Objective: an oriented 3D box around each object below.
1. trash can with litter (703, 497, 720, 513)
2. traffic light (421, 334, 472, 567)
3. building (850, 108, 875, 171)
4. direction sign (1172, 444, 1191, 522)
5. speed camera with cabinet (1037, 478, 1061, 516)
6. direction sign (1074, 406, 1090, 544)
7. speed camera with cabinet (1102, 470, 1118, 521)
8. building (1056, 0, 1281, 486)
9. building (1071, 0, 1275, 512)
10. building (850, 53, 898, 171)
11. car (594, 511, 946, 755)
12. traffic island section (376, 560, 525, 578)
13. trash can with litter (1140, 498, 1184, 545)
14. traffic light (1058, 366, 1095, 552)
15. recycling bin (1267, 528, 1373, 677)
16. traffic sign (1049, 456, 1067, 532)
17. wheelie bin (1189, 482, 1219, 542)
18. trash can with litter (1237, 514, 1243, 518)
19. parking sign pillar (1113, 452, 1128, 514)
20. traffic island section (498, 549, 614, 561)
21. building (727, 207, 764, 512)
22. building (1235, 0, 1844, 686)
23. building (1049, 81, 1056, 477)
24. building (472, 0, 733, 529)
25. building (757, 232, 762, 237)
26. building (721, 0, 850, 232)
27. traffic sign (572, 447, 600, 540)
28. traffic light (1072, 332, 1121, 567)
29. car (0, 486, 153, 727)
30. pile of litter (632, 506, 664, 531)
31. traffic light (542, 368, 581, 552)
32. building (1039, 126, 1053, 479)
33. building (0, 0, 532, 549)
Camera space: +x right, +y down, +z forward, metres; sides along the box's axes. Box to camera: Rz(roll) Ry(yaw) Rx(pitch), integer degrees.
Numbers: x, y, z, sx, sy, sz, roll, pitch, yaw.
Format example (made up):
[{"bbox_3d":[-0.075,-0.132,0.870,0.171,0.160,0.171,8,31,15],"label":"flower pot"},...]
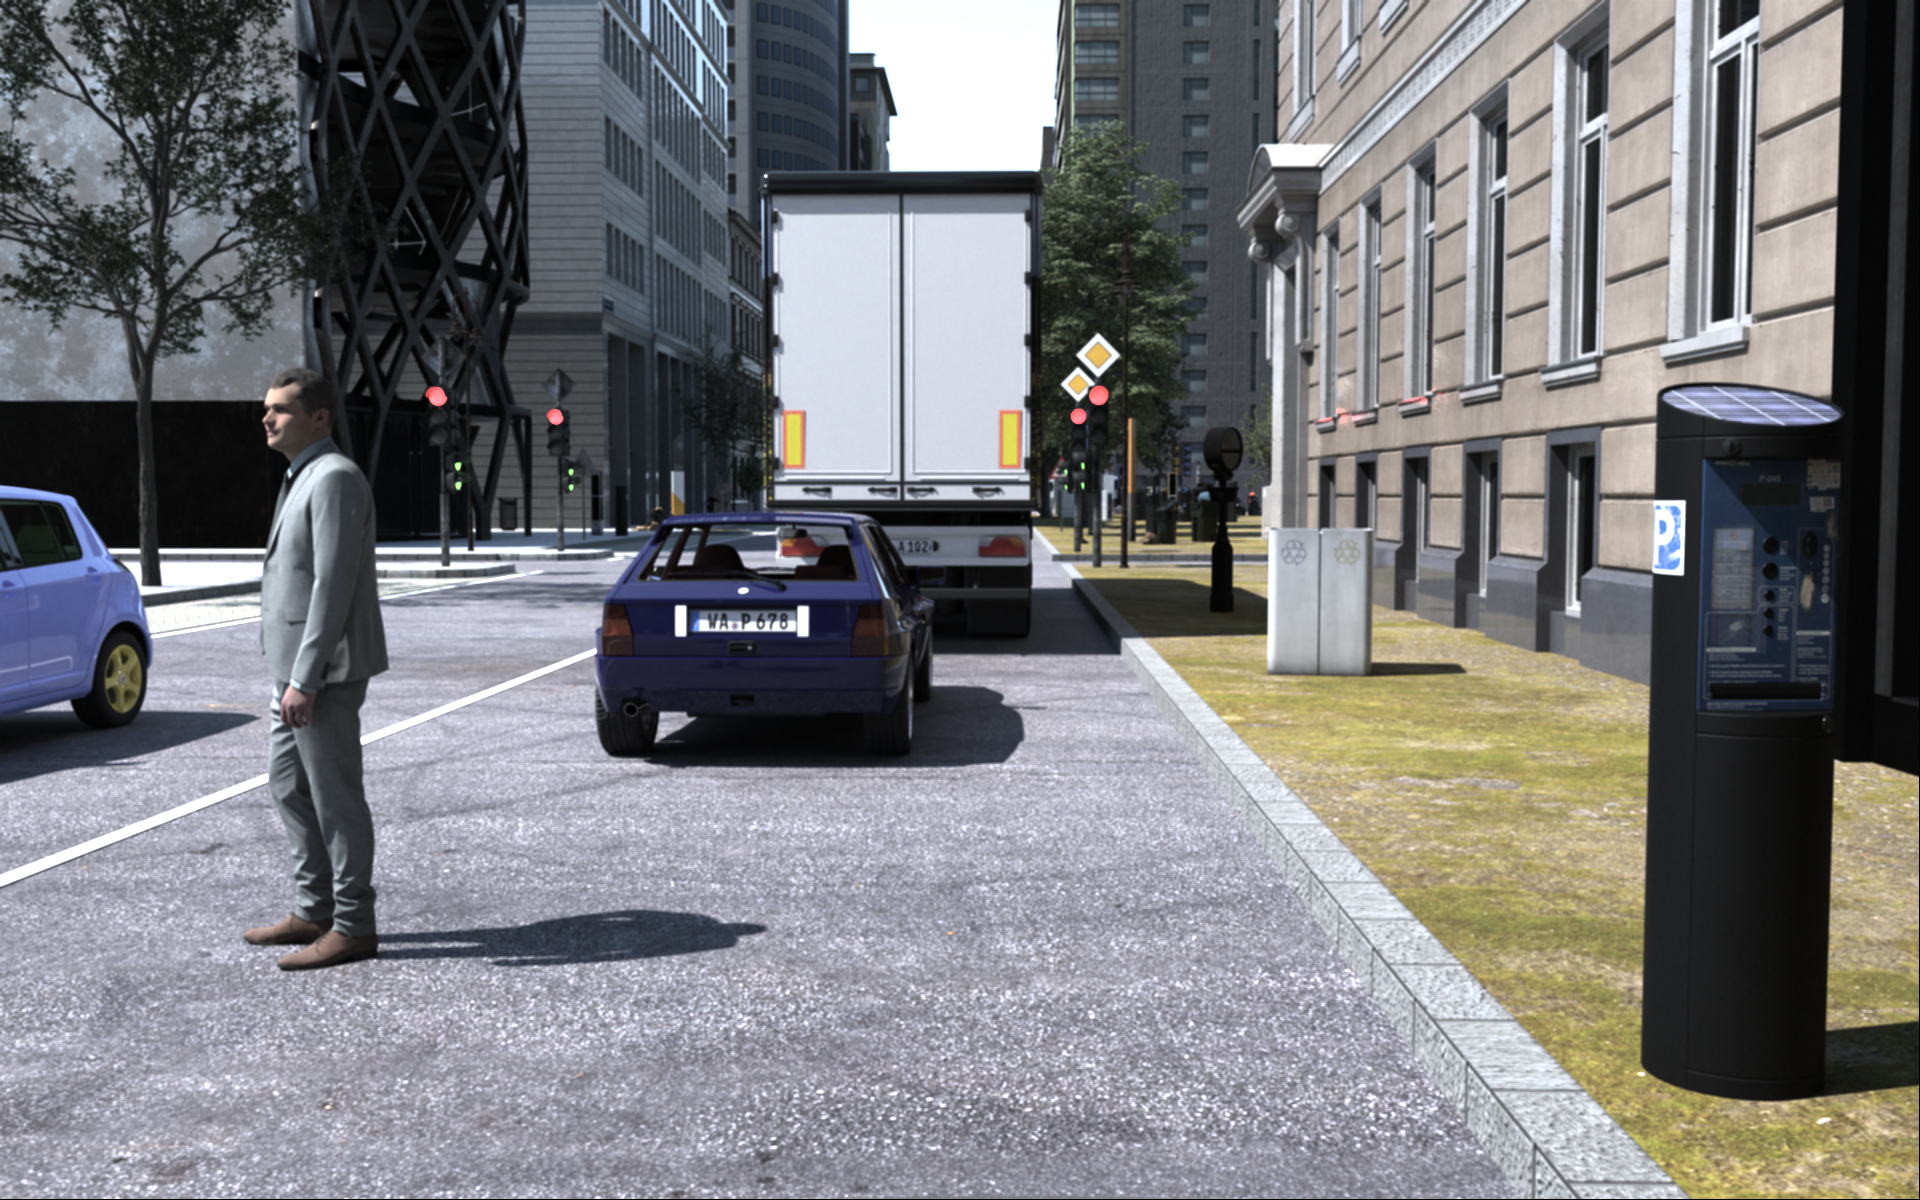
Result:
[{"bbox_3d":[-10.087,-3.676,71.486,0.624,1.170,1.055,1,4,22],"label":"trash can with litter"},{"bbox_3d":[-9.075,-2.543,30.502,0.839,4.253,0.868,0,4,1],"label":"traffic light"},{"bbox_3d":[-16.200,-30.283,178.718,14.154,41.232,14.086,0,4,1],"label":"building"},{"bbox_3d":[10.003,-5.276,78.253,0.876,3.537,0.379,1,4,23],"label":"direction sign"},{"bbox_3d":[5.241,-6.558,101.556,0.660,3.252,2.038,-2,4,-26],"label":"speed camera with cabinet"},{"bbox_3d":[3.153,-3.231,44.830,0.379,3.537,0.876,-1,4,-23],"label":"direction sign"},{"bbox_3d":[6.993,-5.381,82.311,0.660,3.252,2.038,1,4,19],"label":"speed camera with cabinet"},{"bbox_3d":[19.006,-31.903,145.320,21.300,48.544,21.600,0,4,1],"label":"building"},{"bbox_3d":[15.143,-27.170,127.823,14.154,41.232,14.086,0,4,1],"label":"building"},{"bbox_3d":[-22.582,-38.121,212.523,28.713,52.752,27.495,0,4,1],"label":"building"},{"bbox_3d":[-1.080,0.105,10.871,1.945,1.354,3.894,0,4,2],"label":"car"},{"bbox_3d":[-9.114,-0.511,30.637,2.009,0.180,2.903,0,4,1],"label":"traffic island section"},{"bbox_3d":[5.132,-2.001,44.097,1.055,1.170,0.624,-2,4,-35],"label":"trash can with litter"},{"bbox_3d":[2.581,-3.015,38.219,0.839,4.253,0.868,0,4,1],"label":"traffic light"},{"bbox_3d":[2.603,0.001,12.542,0.722,1.027,0.722,1,4,11],"label":"recycling bin"},{"bbox_3d":[3.461,-3.606,58.955,0.884,2.594,0.081,1,4,9],"label":"traffic sign"},{"bbox_3d":[6.560,-2.355,46.415,0.693,1.594,0.980,-2,4,-26],"label":"wheelie bin"},{"bbox_3d":[14.195,-5.044,93.521,2.233,1.210,1.678,0,4,4],"label":"trash can with litter"},{"bbox_3d":[10.421,-7.396,109.392,1.447,3.967,1.447,2,4,24],"label":"parking sign pillar"},{"bbox_3d":[-8.917,-0.999,38.620,2.009,0.180,2.903,0,4,1],"label":"traffic island section"},{"bbox_3d":[-16.832,-14.565,102.763,10.561,19.102,19.286,0,4,1],"label":"building"},{"bbox_3d":[10.988,-14.166,17.520,13.634,28.700,20.117,0,4,1],"label":"building"},{"bbox_3d":[20.558,-33.740,171.253,23.786,49.044,30.456,0,4,1],"label":"building"},{"bbox_3d":[-18.088,-18.359,77.668,11.434,29.767,29.804,0,4,1],"label":"building"},{"bbox_3d":[-24.828,-17.381,129.220,27.650,21.520,28.899,0,4,1],"label":"building"},{"bbox_3d":[-21.663,-37.628,157.209,21.231,58.520,28.212,0,4,1],"label":"building"},{"bbox_3d":[-10.497,-2.956,48.331,0.884,2.594,0.081,0,4,2],"label":"traffic sign"},{"bbox_3d":[2.384,-2.527,30.236,0.839,4.253,0.868,0,4,1],"label":"traffic light"},{"bbox_3d":[-6.040,0.010,9.422,1.945,1.707,3.694,0,4,3],"label":"car"},{"bbox_3d":[-10.813,-2.858,60.689,1.176,0.858,1.719,-2,4,-33],"label":"pile of litter"},{"bbox_3d":[-8.878,-3.031,38.484,0.839,4.253,0.868,0,4,1],"label":"traffic light"},{"bbox_3d":[20.728,-36.319,217.509,21.300,48.544,21.600,0,4,1],"label":"building"},{"bbox_3d":[-21.065,-11.071,48.455,16.820,18.784,16.811,0,4,1],"label":"building"}]
